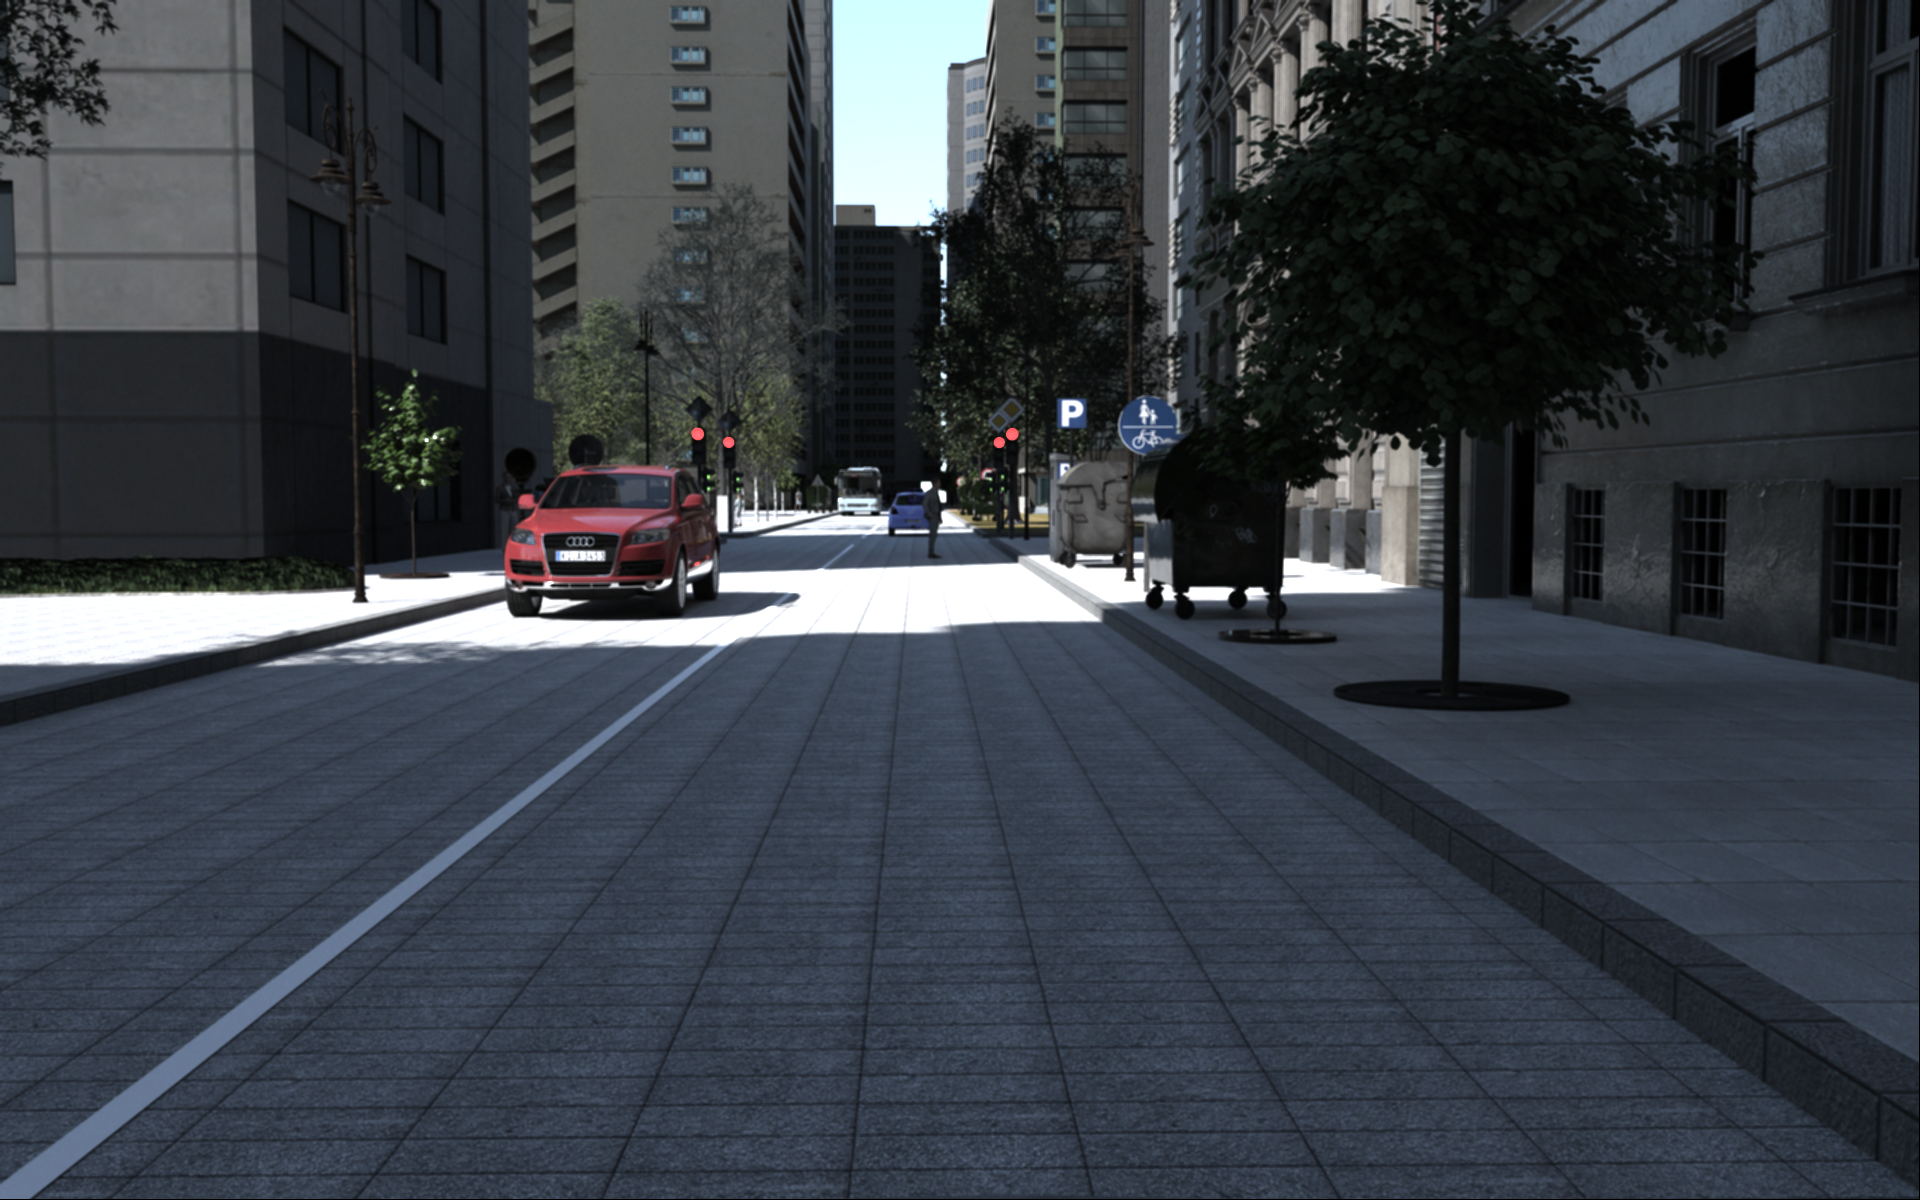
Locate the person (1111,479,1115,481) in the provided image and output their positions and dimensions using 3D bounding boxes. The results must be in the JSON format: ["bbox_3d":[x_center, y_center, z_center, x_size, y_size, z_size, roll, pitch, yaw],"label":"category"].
[{"bbox_3d":[3.515,-2.083,40.665,0.480,1.755,0.524,0,4,-4],"label":"person"}]

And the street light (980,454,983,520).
[{"bbox_3d":[1.050,-6.948,86.385,0.468,5.910,1.993,0,4,-1],"label":"street light"}]

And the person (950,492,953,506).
[{"bbox_3d":[-0.872,-10.729,181.420,0.705,1.831,1.348,-1,4,-9],"label":"person"}]

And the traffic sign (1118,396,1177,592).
[{"bbox_3d":[2.438,-1.372,22.534,0.768,2.556,0.104,0,4,4],"label":"traffic sign"}]

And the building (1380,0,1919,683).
[{"bbox_3d":[13.777,-10.853,10.731,16.112,22.955,30.059,0,4,-1],"label":"building"}]

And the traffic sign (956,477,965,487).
[{"bbox_3d":[0.121,-7.701,126.013,0.768,2.556,0.104,0,4,6],"label":"traffic sign"}]

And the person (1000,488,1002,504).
[{"bbox_3d":[2.819,-7.378,126.858,0.709,1.800,0.728,1,4,20],"label":"person"}]

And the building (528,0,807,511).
[{"bbox_3d":[-24.020,-31.727,142.433,21.300,48.544,21.600,0,4,-1],"label":"building"}]

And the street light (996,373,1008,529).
[{"bbox_3d":[1.570,-5.554,63.595,0.468,5.910,1.993,0,4,-1],"label":"street light"}]

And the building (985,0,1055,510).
[{"bbox_3d":[13.276,-32.286,151.571,21.300,48.544,21.600,0,4,-1],"label":"building"}]

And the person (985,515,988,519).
[{"bbox_3d":[1.177,-5.076,89.218,0.728,1.800,0.709,-2,4,-30],"label":"person"}]

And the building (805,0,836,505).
[{"bbox_3d":[-24.815,-46.227,194.057,20.611,71.187,20.563,0,4,-1],"label":"building"}]

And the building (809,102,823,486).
[{"bbox_3d":[-21.386,-30.068,175.205,14.154,41.232,14.086,0,4,-1],"label":"building"}]

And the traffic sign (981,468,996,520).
[{"bbox_3d":[1.383,-5.147,84.264,0.768,2.556,0.104,0,4,6],"label":"traffic sign"}]

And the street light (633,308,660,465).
[{"bbox_3d":[-7.778,-4.301,43.102,0.468,5.910,1.993,0,4,-1],"label":"street light"}]

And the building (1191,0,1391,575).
[{"bbox_3d":[11.192,-12.644,35.614,11.050,23.489,19.941,0,4,-1],"label":"building"}]

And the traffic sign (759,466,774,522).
[{"bbox_3d":[-8.871,-4.873,79.778,0.768,2.556,0.104,0,4,-1],"label":"traffic sign"}]

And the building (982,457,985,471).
[{"bbox_3d":[16.164,-20.356,177.858,27.650,21.520,28.899,0,4,-1],"label":"building"}]

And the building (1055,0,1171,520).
[{"bbox_3d":[11.781,-19.485,90.281,14.160,30.474,14.107,0,4,-1],"label":"building"}]

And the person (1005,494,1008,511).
[{"bbox_3d":[3.825,-7.859,134.545,0.705,1.824,1.348,-2,4,-30],"label":"person"}]

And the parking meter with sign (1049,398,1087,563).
[{"bbox_3d":[1.957,-2.214,32.453,0.543,3.016,1.738,0,4,-5],"label":"parking meter with sign"}]

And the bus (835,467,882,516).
[{"bbox_3d":[-6.667,-7.437,116.447,2.948,3.499,13.247,0,4,-1],"label":"bus"}]

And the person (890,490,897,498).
[{"bbox_3d":[-7.106,-11.116,189.872,1.348,1.869,0.705,2,4,31],"label":"person"}]

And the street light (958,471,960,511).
[{"bbox_3d":[-0.072,-9.743,132.080,0.468,5.910,1.993,0,4,-1],"label":"street light"}]

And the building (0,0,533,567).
[{"bbox_3d":[-21.018,-36.449,34.196,20.611,71.187,20.563,0,4,-1],"label":"building"}]

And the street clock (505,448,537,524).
[{"bbox_3d":[-6.878,-1.383,27.176,0.471,2.002,0.358,0,4,-7],"label":"street clock"}]

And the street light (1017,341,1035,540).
[{"bbox_3d":[1.863,-4.617,48.283,0.468,5.910,1.993,0,4,-1],"label":"street light"}]

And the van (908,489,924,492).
[{"bbox_3d":[-4.907,-11.469,191.903,2.240,2.365,5.245,0,4,-2],"label":"van"}]

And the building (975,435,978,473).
[{"bbox_3d":[8.671,-26.127,198.877,14.160,30.474,14.107,0,4,-1],"label":"building"}]

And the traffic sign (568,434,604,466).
[{"bbox_3d":[-7.950,-2.245,36.806,0.768,2.556,0.104,0,4,6],"label":"traffic sign"}]

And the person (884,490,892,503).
[{"bbox_3d":[-7.154,-10.059,172.600,0.705,1.869,1.348,2,4,33],"label":"person"}]

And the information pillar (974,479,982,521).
[{"bbox_3d":[0.852,-4.761,82.332,0.304,2.012,0.304,2,4,33],"label":"information pillar"}]

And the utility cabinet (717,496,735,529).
[{"bbox_3d":[-8.609,-3.208,63.612,0.306,1.237,1.020,-2,4,-34],"label":"utility cabinet"}]

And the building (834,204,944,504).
[{"bbox_3d":[-14.190,-33.217,234.972,23.993,40.220,32.217,0,4,-1],"label":"building"}]

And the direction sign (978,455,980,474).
[{"bbox_3d":[1.057,-6.328,95.458,0.379,3.537,0.876,-1,4,-8],"label":"direction sign"}]

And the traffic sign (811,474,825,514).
[{"bbox_3d":[-9.109,-6.788,110.988,0.884,2.594,0.081,0,4,7],"label":"traffic sign"}]

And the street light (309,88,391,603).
[{"bbox_3d":[-7.095,-2.907,20.316,0.468,5.910,1.993,0,4,-1],"label":"street light"}]

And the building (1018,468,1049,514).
[{"bbox_3d":[20.245,-26.013,117.191,32.217,40.220,23.993,0,4,-1],"label":"building"}]

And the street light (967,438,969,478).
[{"bbox_3d":[0.557,-8.342,109.175,0.468,5.910,1.993,0,4,-1],"label":"street light"}]

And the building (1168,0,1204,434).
[{"bbox_3d":[15.937,-23.429,66.652,14.086,41.232,14.154,0,4,-1],"label":"building"}]

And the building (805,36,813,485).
[{"bbox_3d":[-21.116,-31.231,160.739,14.600,45.320,14.200,0,4,-1],"label":"building"}]

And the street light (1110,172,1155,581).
[{"bbox_3d":[2.501,-3.213,25.321,0.468,5.910,1.993,0,4,-1],"label":"street light"}]

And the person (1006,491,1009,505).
[{"bbox_3d":[3.058,-6.036,104.985,0.600,1.795,0.529,1,4,9],"label":"person"}]

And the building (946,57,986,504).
[{"bbox_3d":[12.431,-42.029,229.176,28.212,58.520,21.231,0,4,-1],"label":"building"}]
